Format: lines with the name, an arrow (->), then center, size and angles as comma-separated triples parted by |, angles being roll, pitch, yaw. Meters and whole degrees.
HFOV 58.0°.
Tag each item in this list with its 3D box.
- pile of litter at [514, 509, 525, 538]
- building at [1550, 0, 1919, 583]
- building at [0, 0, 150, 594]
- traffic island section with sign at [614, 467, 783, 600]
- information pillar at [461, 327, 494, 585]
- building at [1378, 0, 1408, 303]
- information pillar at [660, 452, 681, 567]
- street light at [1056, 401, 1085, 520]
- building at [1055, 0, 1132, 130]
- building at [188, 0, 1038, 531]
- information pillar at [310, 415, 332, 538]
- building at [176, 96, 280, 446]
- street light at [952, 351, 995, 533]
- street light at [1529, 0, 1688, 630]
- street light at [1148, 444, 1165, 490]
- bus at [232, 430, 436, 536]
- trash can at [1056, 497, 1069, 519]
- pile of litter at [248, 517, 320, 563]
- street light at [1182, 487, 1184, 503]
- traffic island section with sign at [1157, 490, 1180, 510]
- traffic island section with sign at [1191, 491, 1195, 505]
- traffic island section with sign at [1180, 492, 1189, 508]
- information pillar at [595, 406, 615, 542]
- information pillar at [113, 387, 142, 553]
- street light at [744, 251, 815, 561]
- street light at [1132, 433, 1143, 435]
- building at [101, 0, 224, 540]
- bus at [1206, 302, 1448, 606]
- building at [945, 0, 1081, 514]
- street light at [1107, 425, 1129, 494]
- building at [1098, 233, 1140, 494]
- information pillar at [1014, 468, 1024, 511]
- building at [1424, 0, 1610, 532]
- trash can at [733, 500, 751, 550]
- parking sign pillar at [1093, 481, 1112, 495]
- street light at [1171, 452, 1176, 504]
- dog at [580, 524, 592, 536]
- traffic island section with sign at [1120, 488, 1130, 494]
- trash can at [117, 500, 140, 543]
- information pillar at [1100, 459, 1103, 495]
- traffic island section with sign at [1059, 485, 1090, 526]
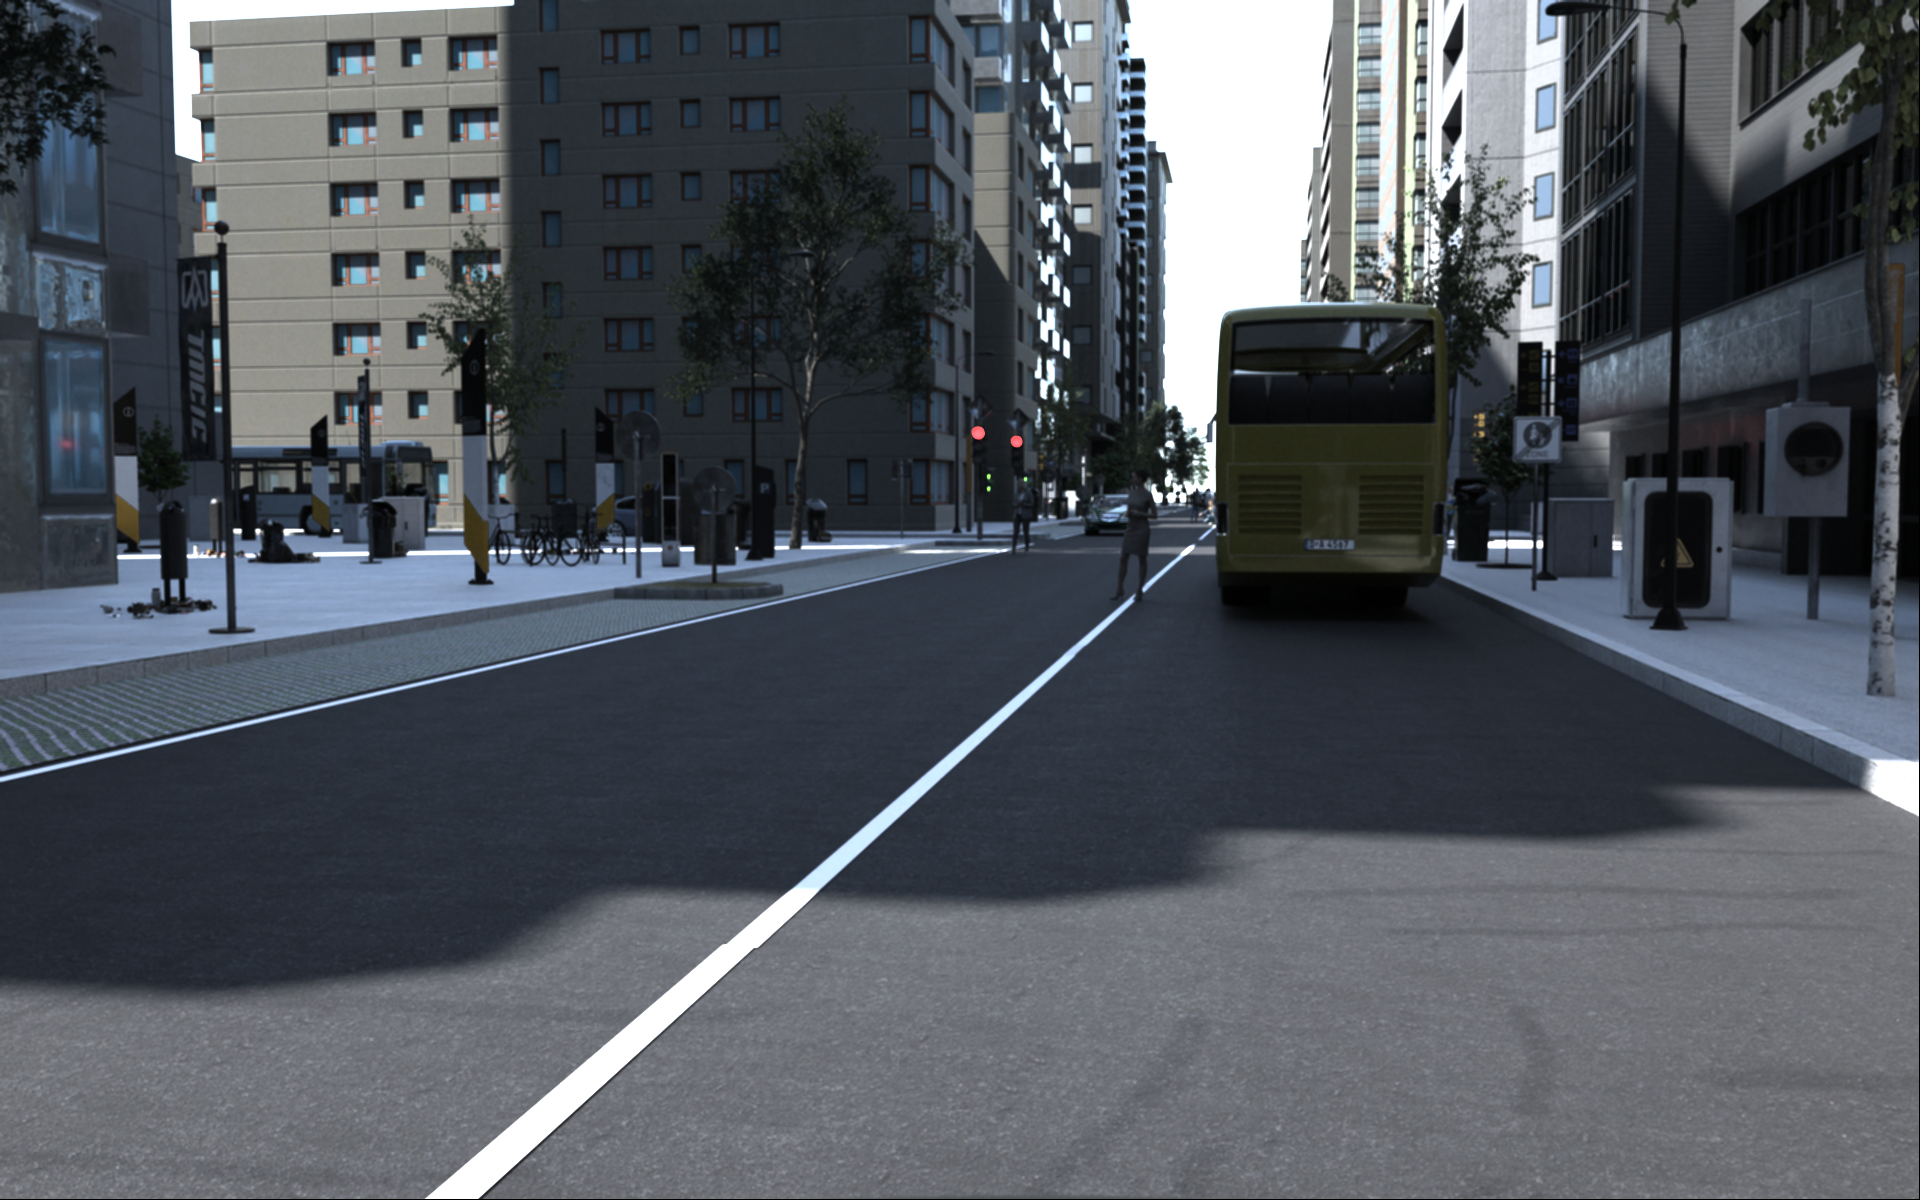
pile of litter -> -13.279, -2.238, 50.559 | 1.176, 0.858, 1.719 | -2, 4, -33
building -> 18.917, -12.684, 26.454 | 14.314, 24.678, 30.058 | 1, 4, 10
building -> -23.522, -24.000, 12.013 | 23.786, 49.044, 30.456 | 1, 4, 10
traffic island section with sign -> -3.566, -0.956, 24.258 | 1.989, 1.847, 2.006 | 1, 4, 10
information pillar -> -6.880, -2.033, 24.589 | 0.504, 3.616, 0.183 | 3, 5, 40
building -> 33.133, -27.847, 105.417 | 14.600, 45.320, 14.200 | 1, 4, 10
information pillar -> -5.110, -1.597, 30.597 | 0.304, 2.012, 0.304 | 0, 4, -3
street light -> 5.519, -6.982, 86.694 | 1.470, 5.913, 1.316 | 1, 4, 10
building -> 1.645, -35.572, 170.839 | 28.713, 52.752, 27.495 | 1, 4, 10
building -> -12.096, -14.097, 75.525 | 27.650, 21.520, 28.899 | 1, 4, 10
information pillar -> -18.855, -3.653, 51.075 | 0.504, 3.616, 0.183 | 0, 4, -4
building -> -54.830, -14.697, 85.338 | 28.899, 21.520, 27.650 | 1, 4, 10
street light -> 0.433, -5.136, 56.507 | 1.470, 5.913, 1.316 | 1, 4, 10
street light -> 6.209, -2.682, 16.388 | 1.470, 5.913, 1.316 | 1, 4, 10
street light -> 18.096, -11.562, 161.585 | 1.470, 5.913, 1.316 | 1, 4, 10
bus -> -22.969, -3.772, 56.538 | 13.247, 3.499, 2.948 | 1, 4, 11
trash can -> 5.300, -4.775, 89.723 | 0.748, 1.137, 0.748 | 0, 3, 0
pile of litter -> -12.780, -1.146, 32.695 | 1.176, 0.858, 1.719 | -3, 4, -37
street light -> 26.961, -14.767, 213.977 | 1.470, 5.913, 1.316 | 1, 4, 10
traffic island section with sign -> 18.421, -8.947, 154.910 | 1.989, 1.847, 2.006 | 1, 4, 10
traffic island section with sign -> 32.133, -13.933, 236.428 | 1.989, 1.847, 2.006 | 1, 4, 10
traffic island section with sign -> 22.898, -10.573, 181.493 | 1.989, 1.847, 2.006 | 1, 4, 10
information pillar -> -9.489, -3.357, 46.238 | 0.504, 3.616, 0.183 | 0, 4, -1
information pillar -> -18.157, -2.835, 37.713 | 0.504, 3.616, 0.183 | -3, 4, -36
street light -> -3.463, -3.718, 33.328 | 1.470, 5.913, 1.316 | 1, 4, 10
street light -> 13.216, -9.751, 131.972 | 1.470, 5.913, 1.316 | 1, 4, 10
building -> -33.831, -36.909, 41.715 | 20.611, 71.187, 20.563 | 1, 4, 10
bus -> 4.988, -2.054, 25.134 | 2.896, 3.916, 12.252 | 1, 4, 8
building -> -4.822, -30.091, 111.599 | 23.786, 49.044, 30.456 | 1, 4, 10
street light -> 10.475, -8.775, 116.018 | 1.470, 5.913, 1.316 | 1, 4, 10
building -> 12.276, -25.645, 191.003 | 14.160, 30.474, 14.107 | 1, 4, 10
information pillar -> 2.658, -5.318, 78.296 | 0.504, 3.616, 0.183 | -2, 4, -32
building -> 32.238, -31.793, 61.812 | 28.212, 58.520, 21.231 | 1, 4, 10
trash can -> -4.916, -1.738, 40.064 | 0.748, 1.137, 0.748 | 0, 3, 0
parking sign pillar -> 10.430, -8.455, 126.710 | 1.447, 3.967, 1.447 | 1, 4, 20
street light -> 23.096, -13.359, 190.957 | 1.470, 5.913, 1.316 | 1, 4, 10
dog -> -11.695, -2.163, 54.649 | 0.406, 0.507, 0.540 | 1, 4, 9
traffic island section with sign -> 10.086, -5.915, 105.334 | 1.989, 1.847, 2.006 | 1, 4, 10
trash can -> -21.754, -2.049, 45.149 | 0.748, 1.137, 0.748 | 0, 3, 0
information pillar -> 9.433, -7.598, 115.588 | 0.183, 3.616, 0.504 | -1, 4, -10
traffic island section with sign -> 5.586, -4.280, 78.605 | 1.989, 1.847, 2.006 | 1, 4, 10
